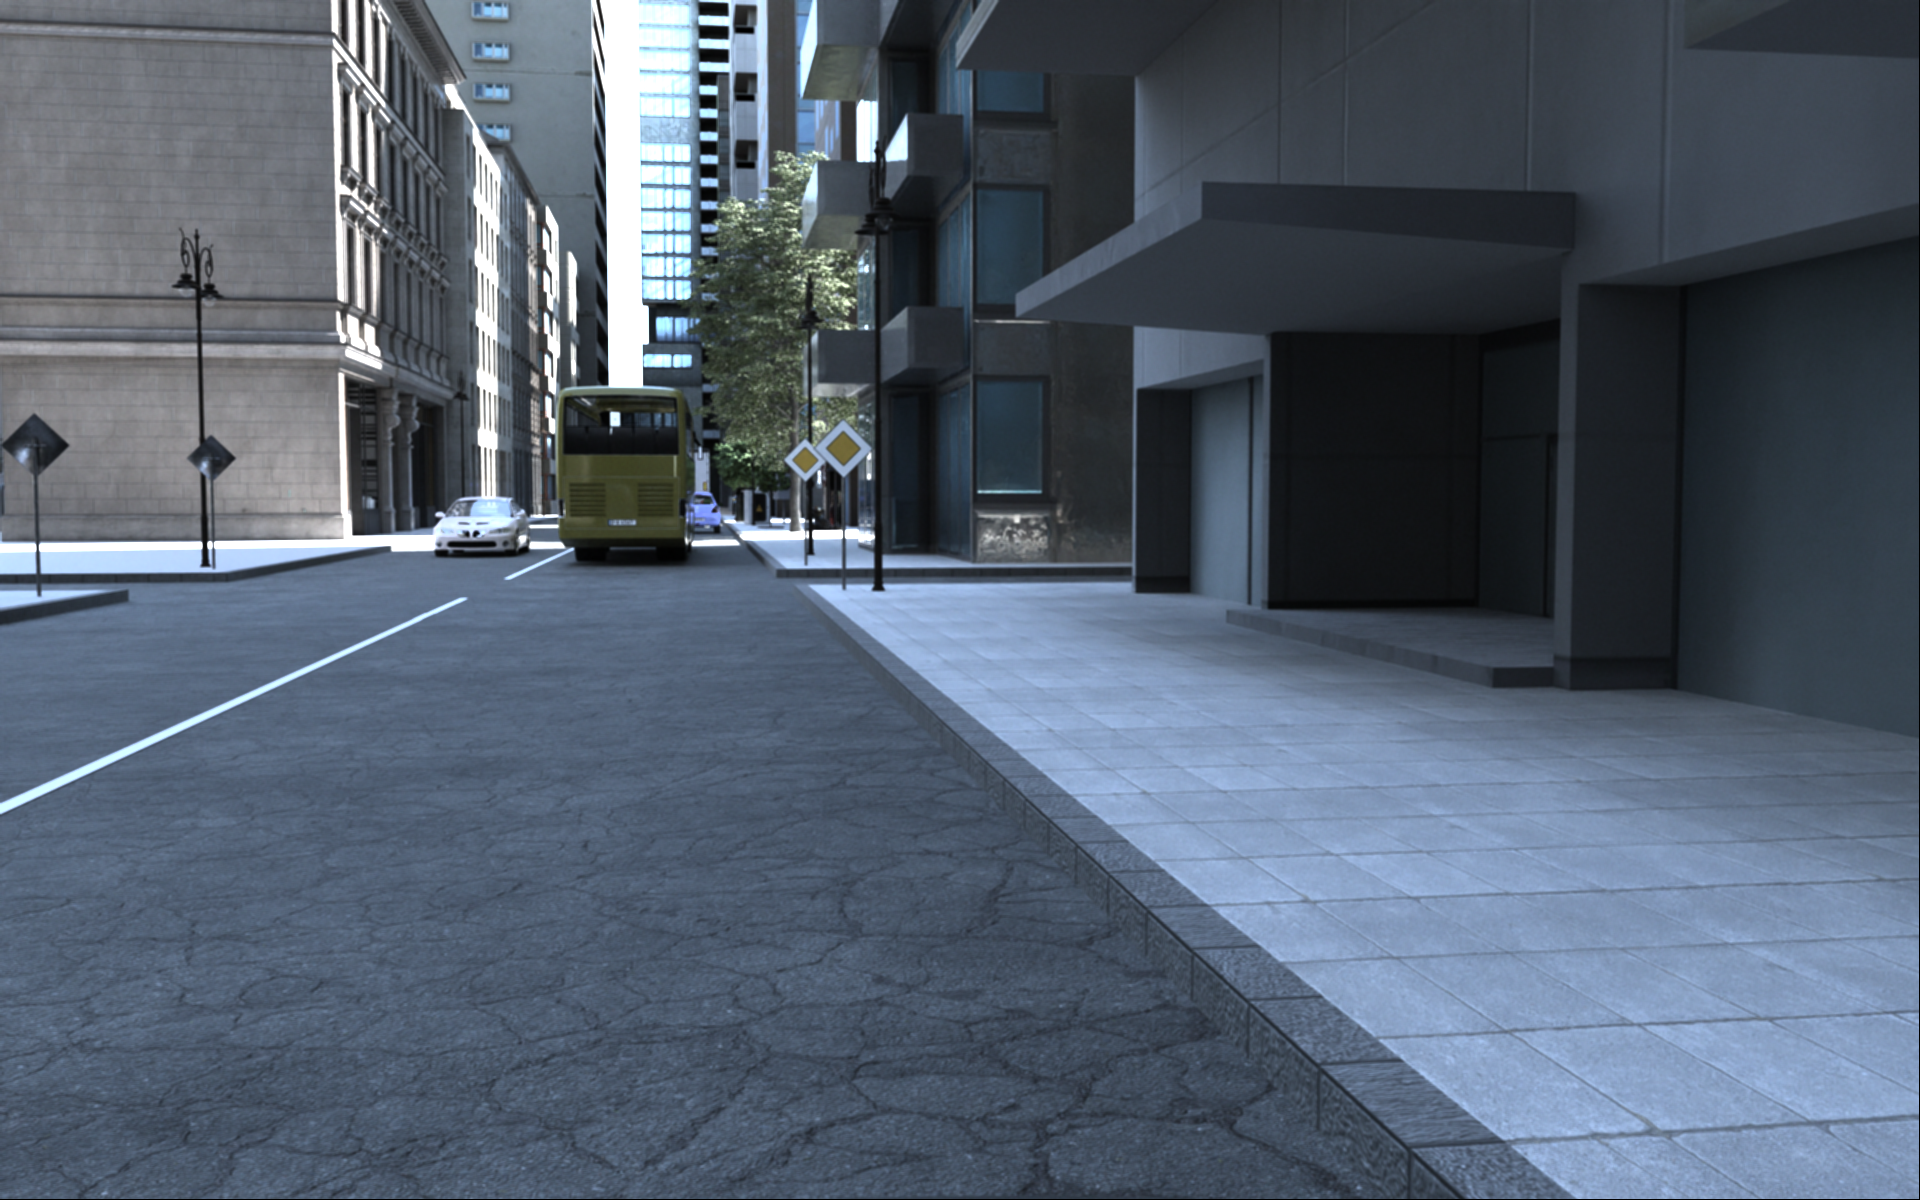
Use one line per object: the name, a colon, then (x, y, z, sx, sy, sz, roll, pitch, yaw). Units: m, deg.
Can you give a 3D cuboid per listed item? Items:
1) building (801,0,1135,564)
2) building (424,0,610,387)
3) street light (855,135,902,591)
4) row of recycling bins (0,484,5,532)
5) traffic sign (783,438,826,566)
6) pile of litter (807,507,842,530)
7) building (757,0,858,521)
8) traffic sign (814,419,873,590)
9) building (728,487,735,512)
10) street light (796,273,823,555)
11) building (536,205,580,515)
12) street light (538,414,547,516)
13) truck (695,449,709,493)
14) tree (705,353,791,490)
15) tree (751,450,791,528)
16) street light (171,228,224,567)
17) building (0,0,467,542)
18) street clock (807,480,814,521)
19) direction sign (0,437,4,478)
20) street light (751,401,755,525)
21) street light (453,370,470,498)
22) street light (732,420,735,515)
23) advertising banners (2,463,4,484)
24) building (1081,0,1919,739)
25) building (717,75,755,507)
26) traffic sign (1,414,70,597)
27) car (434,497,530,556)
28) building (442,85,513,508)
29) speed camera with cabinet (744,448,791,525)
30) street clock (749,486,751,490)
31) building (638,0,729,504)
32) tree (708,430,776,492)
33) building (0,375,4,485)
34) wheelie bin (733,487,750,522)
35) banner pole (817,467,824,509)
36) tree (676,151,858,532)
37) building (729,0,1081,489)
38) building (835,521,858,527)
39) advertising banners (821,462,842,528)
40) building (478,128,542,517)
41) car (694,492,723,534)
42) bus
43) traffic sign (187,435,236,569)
building: (11.372, -25.824, 41.827, 30.456, 49.044, 23.786, -1, 4, -9)
building: (-39.978, -31.625, 140.777, 21.300, 48.544, 21.600, -1, 4, -9)
street light: (-1.084, -3.060, 22.818, 0.468, 5.910, 1.993, -1, 4, -9)
row of recycling bins: (-32.435, -3.197, 59.385, 1.069, 1.692, 3.534, -2, 4, -33)
traffic sign: (-2.768, -1.676, 31.043, 0.795, 2.450, 0.064, -1, 4, -9)
pile of litter: (-4.855, -2.913, 61.585, 1.176, 0.858, 1.719, -2, 4, -33)
building: (-4.359, -27.459, 99.067, 14.600, 45.320, 14.200, -1, 4, -9)
traffic sign: (-1.557, -1.193, 23.150, 0.795, 2.450, 0.064, -1, 4, -9)
building: (-1.015, -26.727, 128.875, 32.217, 40.220, 23.993, -1, 4, -9)
street light: (-3.146, -3.886, 36.323, 0.468, 5.910, 1.993, -1, 4, -9)
building: (-40.538, -16.574, 116.020, 27.650, 21.520, 28.899, -1, 4, -9)
street light: (-23.989, -7.760, 99.667, 0.468, 5.910, 1.993, -1, 4, -9)
truck: (-17.707, -7.543, 112.248, 2.839, 4.237, 11.283, -1, 4, -11)
tree: (-10.709, -8.498, 89.312, 4.360, 8.622, 3.978, 0, 3, 0)
tree: (-7.254, -4.330, 65.397, 1.663, 3.219, 1.824, 0, 3, 0)
street light: (-13.311, -3.522, 30.376, 0.468, 5.910, 1.993, -1, 4, -9)
building: (-21.583, -12.049, 47.907, 10.553, 20.767, 40.483, -1, 4, -9)
street clock: (-7.275, -4.829, 83.524, 0.471, 2.002, 0.358, -2, 4, -24)
direction sign: (-35.846, -4.464, 64.980, 0.876, 3.537, 0.379, -2, 4, -26)
street light: (-8.463, -5.997, 70.842, 0.468, 5.910, 1.993, -1, 4, -9)
street light: (-18.531, -5.611, 64.520, 0.468, 5.910, 1.993, -1, 4, -9)
street light: (-13.744, -8.086, 104.997, 0.468, 5.910, 1.993, -1, 4, -9)
advertising banners: (-53.532, -6.151, 96.759, 0.090, 3.025, 2.074, -1, 4, -23)
building: (15.045, -25.770, 10.576, 28.713, 52.752, 27.495, -1, 4, -9)
building: (-17.118, -29.963, 173.483, 14.154, 41.232, 14.086, -1, 4, -9)
traffic sign: (-11.538, -1.101, 21.644, 0.795, 2.450, 0.064, -1, 4, -9)
car: (-11.367, -1.774, 41.368, 2.083, 1.381, 4.827, -1, 4, -9)
building: (-26.001, -13.547, 76.249, 10.420, 20.320, 16.860, -1, 4, -9)
speed camera with cabinet: (-8.149, -4.847, 73.584, 2.038, 3.252, 0.660, -2, 4, -33)
street clock: (-11.323, -5.378, 92.508, 0.358, 2.002, 0.471, -2, 4, -28)
building: (-24.733, -54.160, 198.190, 31.000, 86.520, 22.319, -1, 4, -9)
tree: (-10.591, -6.162, 84.464, 4.285, 4.588, 4.351, 0, 3, 0)
building: (-84.994, -29.421, 164.634, 14.086, 41.232, 14.154, -1, 4, -9)
wheelie bin: (-9.963, -4.402, 79.874, 0.980, 1.594, 0.693, -2, 4, -35)
banner pole: (-6.802, -5.795, 84.762, 0.401, 3.779, 0.863, 2, 4, 27)
tree: (-5.489, -8.516, 57.372, 7.486, 12.596, 7.792, 0, 3, 0)
building: (-6.604, -34.526, 153.746, 28.713, 52.752, 27.495, -1, 4, -9)
building: (1.181, -25.917, 73.851, 14.600, 45.320, 14.200, -1, 4, -9)
advertising banners: (-4.778, -4.190, 64.692, 0.090, 3.025, 2.074, -2, 4, -27)
building: (-28.311, -14.952, 93.610, 9.793, 20.994, 18.267, -1, 4, -9)
car: (-9.724, -3.330, 64.041, 1.945, 1.707, 3.694, -1, 4, -9)
bus: (-7.474, -2.967, 40.054, 2.896, 3.916, 12.252, 0, 4, -8)
traffic sign: (-12.749, -1.584, 29.537, 0.795, 2.450, 0.064, -1, 4, -9)
